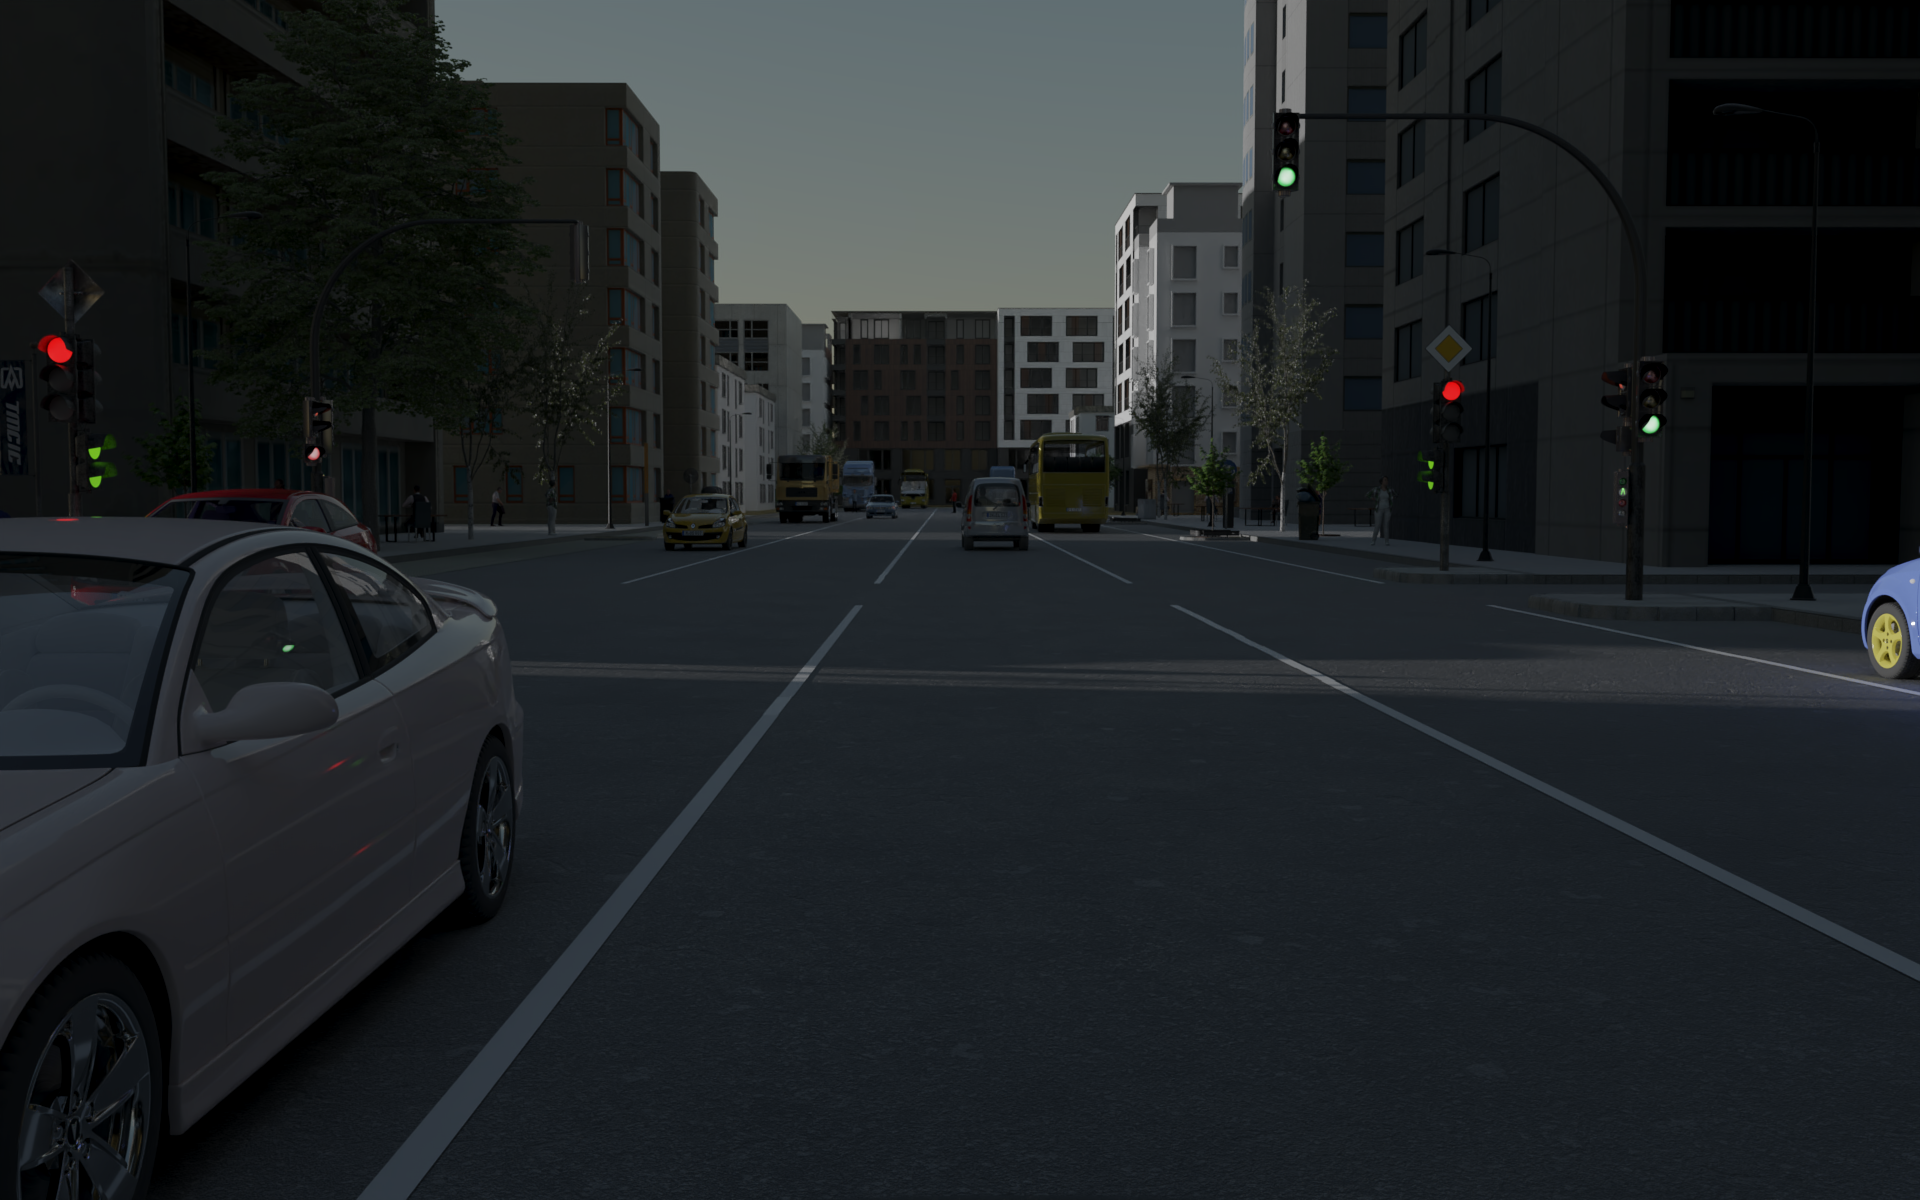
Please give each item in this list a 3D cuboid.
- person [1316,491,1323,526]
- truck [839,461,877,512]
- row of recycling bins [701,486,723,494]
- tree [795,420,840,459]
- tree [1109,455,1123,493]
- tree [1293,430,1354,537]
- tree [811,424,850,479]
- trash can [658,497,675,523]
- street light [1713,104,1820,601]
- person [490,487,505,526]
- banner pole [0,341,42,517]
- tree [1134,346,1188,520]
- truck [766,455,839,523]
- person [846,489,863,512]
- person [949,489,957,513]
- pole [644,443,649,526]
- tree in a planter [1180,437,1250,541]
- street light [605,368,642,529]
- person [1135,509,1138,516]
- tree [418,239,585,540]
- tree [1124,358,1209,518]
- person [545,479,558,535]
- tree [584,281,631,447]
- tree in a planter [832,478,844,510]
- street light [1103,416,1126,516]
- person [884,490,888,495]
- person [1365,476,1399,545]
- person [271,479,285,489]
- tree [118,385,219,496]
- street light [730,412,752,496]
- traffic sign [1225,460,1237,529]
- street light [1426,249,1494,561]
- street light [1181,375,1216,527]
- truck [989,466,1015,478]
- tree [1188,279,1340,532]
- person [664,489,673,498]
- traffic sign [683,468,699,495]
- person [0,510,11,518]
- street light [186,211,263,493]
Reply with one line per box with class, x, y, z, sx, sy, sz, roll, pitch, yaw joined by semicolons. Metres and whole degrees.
person;14.363;-3.760;69.883;0.453;1.535;0.546;2;4;34
truck;-8.177;-9.608;146.842;2.967;4.110;18.799;0;3;0
row of recycling bins;-12.997;-5.138;91.115;1.069;1.692;3.534;0;4;-2
tree;-13.840;-13.381;169.137;4.737;8.622;4.395;0;3;0
tree;9.920;-8.517;122.965;4.285;4.588;4.351;0;3;0
tree;10.944;-3.555;52.729;1.663;3.219;1.824;0;3;0
tree;-13.515;-13.911;177.798;4.360;8.622;3.978;0;3;0
trash can;-12.899;-3.947;76.179;0.748;1.137;0.748;0;3;0
street light;9.669;-2.951;20.792;1.470;5.913;1.316;0;4;0
person;-18.372;-3.703;68.800;0.590;1.554;0.614;-1;4;-15
banner pole;-15.392;-2.352;28.472;0.863;3.779;0.401;0;4;2
tree;10.314;-8.270;85.572;4.360;8.622;3.978;0;3;0
truck;-7.680;-5.609;87.630;3.469;3.379;9.791;0;4;0
person;-8.250;-7.784;135.757;1.348;1.826;0.705;0;4;-6
person;-0.460;-7.406;129.529;0.705;1.831;1.348;1;4;20
pole;-12.574;-4.625;69.460;0.158;3.312;0.155;0;3;0
tree in a planter;7.949;-3.491;54.306;1.991;3.239;1.994;0;4;0
street light;-12.402;-5.588;63.911;1.470;5.913;1.316;0;4;0
person;10.607;-5.265;102.593;0.357;0.543;0.381;3;5;44
tree;-13.599;-6.001;48.474;4.360;8.622;3.978;0;3;0
tree;10.993;-8.759;93.567;4.737;8.622;4.395;0;3;0
person;-12.721;-2.882;53.889;0.376;1.734;0.841;-1;4;-14
tree;-13.129;-6.487;56.433;4.360;8.622;3.978;0;3;0
tree in a planter;-11.225;-9.868;158.565;1.991;3.239;1.994;0;4;0
street light;9.168;-7.962;102.725;1.470;5.913;1.316;0;4;0
person;-7.650;-10.418;178.860;1.348;1.821;0.705;-2;4;-33
person;10.587;-2.239;43.376;0.841;1.734;0.376;0;4;8
person;-15.919;-2.008;40.352;0.415;1.643;0.593;1;4;23
tree;-13.795;-2.219;30.890;1.663;3.219;1.824;0;3;0
street light;-12.533;-7.716;98.698;1.470;5.913;1.316;0;4;0
traffic sign;9.787;-3.887;63.666;0.768;2.556;0.104;0;4;4
street light;9.513;-3.696;32.963;1.470;5.913;1.316;0;4;0
street light;9.338;-5.835;67.938;1.470;5.913;1.316;0;4;0
truck;4.235;-10.536;162.019;2.967;4.110;18.799;0;4;-1
tree;10.868;-6.661;59.269;4.360;8.622;3.978;0;3;0
person;-13.651;-4.394;80.585;0.574;1.496;0.600;2;4;24
traffic sign;-13.149;-5.168;84.609;0.768;2.556;0.104;0;4;7
person;-9.077;-0.315;16.349;0.574;1.496;0.600;-1;4;-20
street light;-12.153;-3.429;28.613;1.470;5.913;1.316;0;4;0
